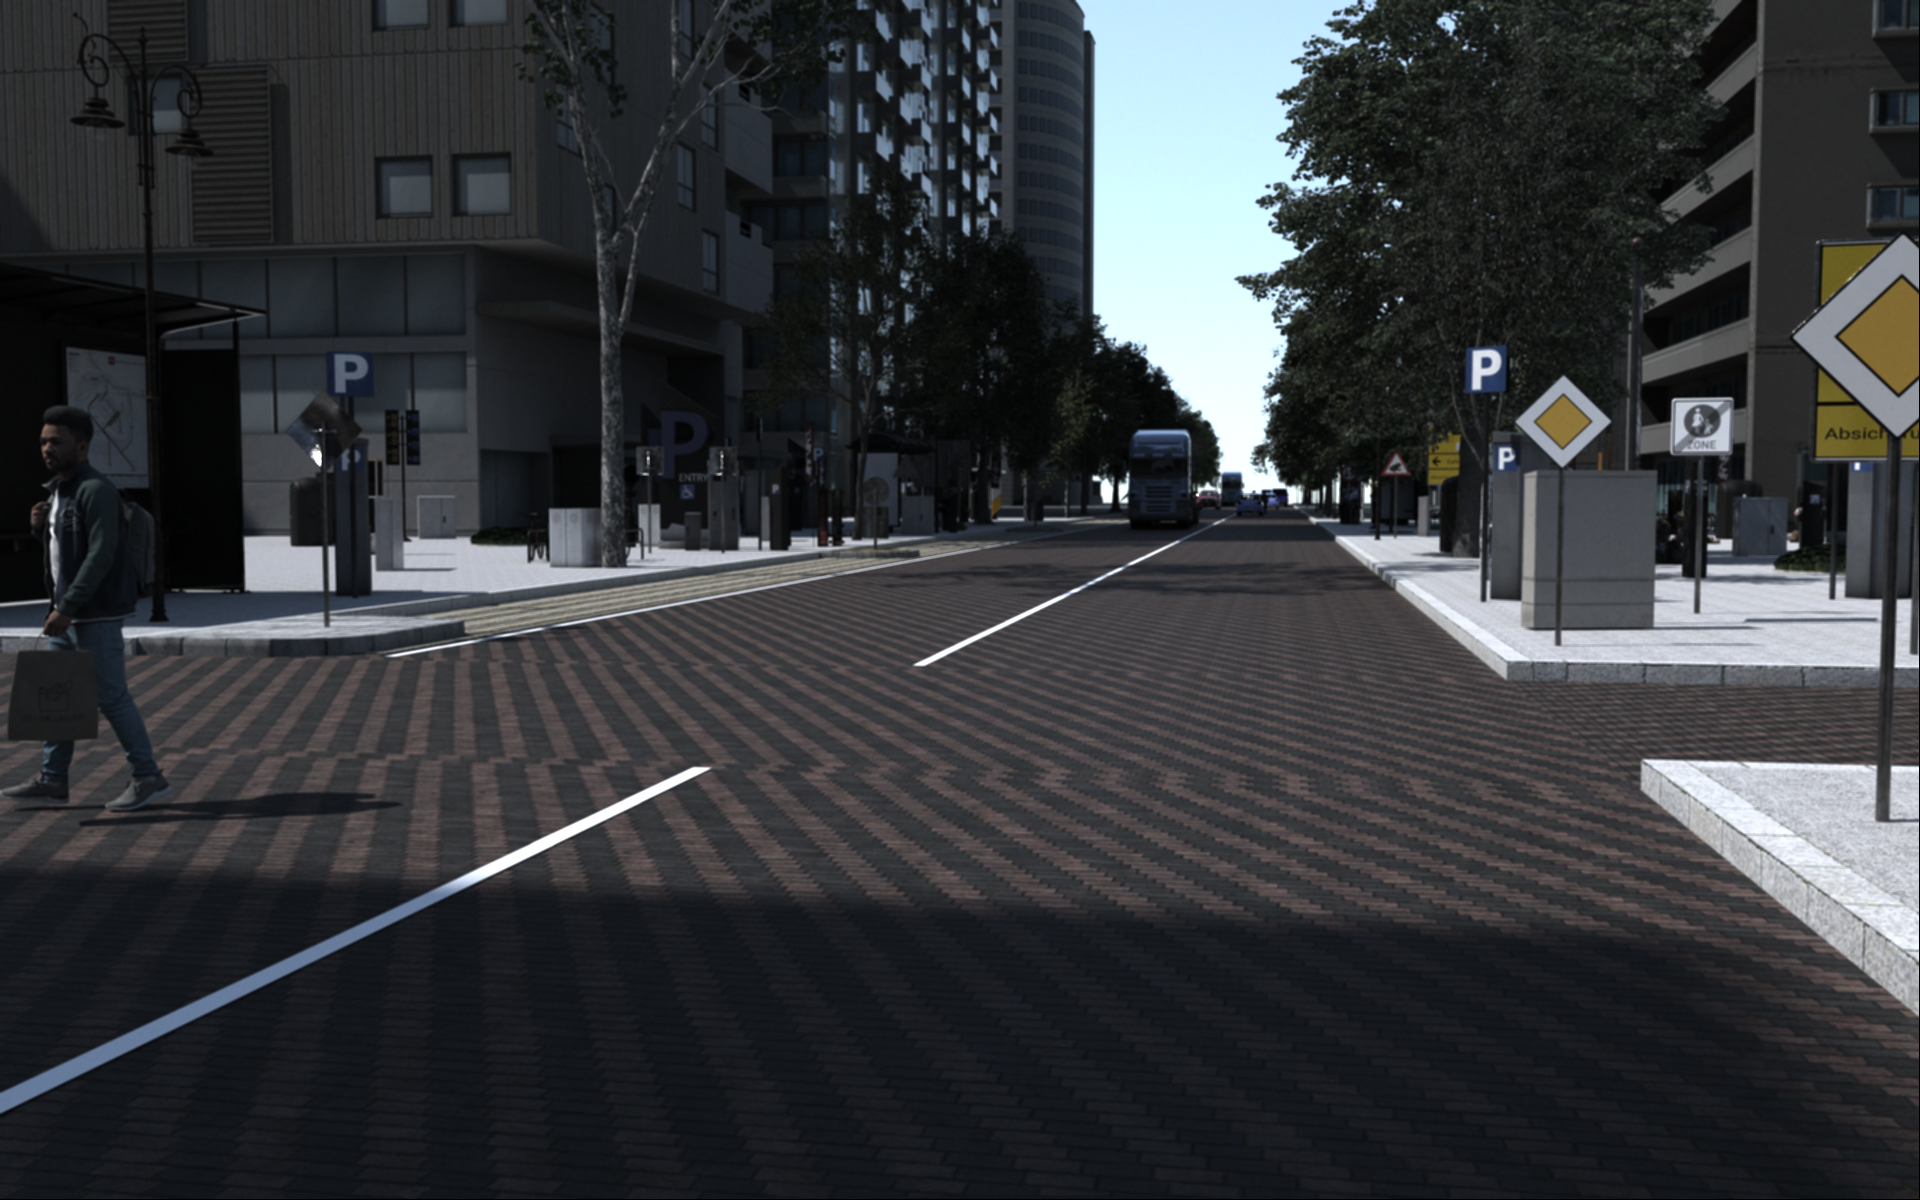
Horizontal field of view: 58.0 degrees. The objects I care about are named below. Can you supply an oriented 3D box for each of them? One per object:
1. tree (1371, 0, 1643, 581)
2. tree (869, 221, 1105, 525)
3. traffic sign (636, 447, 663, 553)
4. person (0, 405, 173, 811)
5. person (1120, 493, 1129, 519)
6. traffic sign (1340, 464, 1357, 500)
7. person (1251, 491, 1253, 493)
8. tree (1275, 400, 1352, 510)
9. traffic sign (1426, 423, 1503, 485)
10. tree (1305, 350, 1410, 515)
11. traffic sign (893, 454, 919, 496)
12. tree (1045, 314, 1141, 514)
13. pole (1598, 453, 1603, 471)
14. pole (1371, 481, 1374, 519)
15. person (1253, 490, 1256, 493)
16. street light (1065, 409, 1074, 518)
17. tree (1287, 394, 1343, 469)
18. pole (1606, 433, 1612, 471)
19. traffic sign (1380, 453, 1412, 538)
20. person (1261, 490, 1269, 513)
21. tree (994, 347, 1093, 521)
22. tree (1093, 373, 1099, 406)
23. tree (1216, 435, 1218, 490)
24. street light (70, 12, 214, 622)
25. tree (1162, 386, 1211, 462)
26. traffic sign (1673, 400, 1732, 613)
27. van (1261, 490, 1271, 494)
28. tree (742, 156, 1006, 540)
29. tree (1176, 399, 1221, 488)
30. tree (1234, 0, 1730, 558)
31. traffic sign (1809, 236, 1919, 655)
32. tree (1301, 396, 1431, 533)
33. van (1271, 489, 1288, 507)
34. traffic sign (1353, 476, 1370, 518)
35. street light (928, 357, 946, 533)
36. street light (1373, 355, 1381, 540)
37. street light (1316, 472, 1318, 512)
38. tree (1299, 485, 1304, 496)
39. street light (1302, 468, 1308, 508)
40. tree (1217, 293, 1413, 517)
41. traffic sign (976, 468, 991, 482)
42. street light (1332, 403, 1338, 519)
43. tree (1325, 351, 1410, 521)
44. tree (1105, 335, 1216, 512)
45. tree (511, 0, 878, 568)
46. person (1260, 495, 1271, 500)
[{"bbox_3d":[7.888,-4.607,25.692,4.360,8.622,3.978,0,3,0],"label":"tree"},{"bbox_3d":[0.974,-9.534,72.884,9.611,12.733,9.660,0,3,0],"label":"tree"},{"bbox_3d":[-6.699,-2.156,37.376,0.606,2.300,0.079,1,4,12],"label":"traffic sign"},{"bbox_3d":[-3.941,0.044,7.761,0.713,1.824,0.794,-2,4,-24],"label":"person"},{"bbox_3d":[9.798,-5.546,99.117,1.348,1.831,0.705,0,4,5],"label":"person"},{"bbox_3d":[16.692,-4.541,74.344,0.768,2.556,0.104,1,4,13],"label":"traffic sign"},{"bbox_3d":[31.704,-10.900,187.451,1.217,1.736,0.721,-1,4,-21],"label":"person"},{"bbox_3d":[30.027,-13.806,143.853,7.486,12.596,7.792,0,3,0],"label":"tree"},{"bbox_3d":[14.608,-3.426,49.890,2.265,3.308,0.079,1,4,13],"label":"traffic sign"},{"bbox_3d":[23.604,-11.031,106.109,9.928,11.665,9.643,0,3,0],"label":"tree"},{"bbox_3d":[-1.747,-3.415,55.838,0.884,2.594,0.081,1,4,13],"label":"traffic sign"},{"bbox_3d":[7.745,-11.661,108.790,7.486,12.596,7.792,0,3,0],"label":"tree"},{"bbox_3d":[31.430,-5.579,85.062,0.158,3.312,0.155,0,3,0],"label":"pole"},{"bbox_3d":[21.004,-5.765,88.101,0.158,3.312,0.155,0,3,0],"label":"pole"},{"bbox_3d":[22.232,-7.433,130.963,0.436,1.711,0.756,-1,4,-12],"label":"person"},{"bbox_3d":[5.808,-7.322,92.510,0.468,5.910,1.993,1,4,10],"label":"street light"},{"bbox_3d":[27.938,-12.062,131.622,7.601,10.594,8.767,3,5,41],"label":"tree"},{"bbox_3d":[21.711,-3.923,57.991,0.158,3.312,0.155,0,3,0],"label":"pole"},{"bbox_3d":[12.625,-3.068,50.166,0.884,2.594,0.081,1,4,20],"label":"traffic sign"},{"bbox_3d":[22.905,-7.400,130.042,0.990,1.755,0.434,-3,5,-42],"label":"person"},{"bbox_3d":[3.371,-8.098,82.767,4.737,8.622,4.395,0,3,0],"label":"tree"},{"bbox_3d":[5.796,-8.939,96.508,4.737,8.622,4.395,0,3,0],"label":"tree"},{"bbox_3d":[16.290,-14.257,150.110,9.611,12.733,9.660,0,3,0],"label":"tree"},{"bbox_3d":[-8.076,-2.722,17.285,0.468,5.910,1.993,1,4,10],"label":"street light"},{"bbox_3d":[21.505,-16.735,183.990,12.009,13.543,11.850,0,3,0],"label":"tree"},{"bbox_3d":[7.921,-1.004,18.547,0.606,2.300,0.079,1,4,17],"label":"traffic sign"},{"bbox_3d":[42.025,-14.182,236.267,2.240,2.365,5.245,1,4,12],"label":"van"},{"bbox_3d":[-2.560,-6.939,47.863,7.601,10.594,8.767,1,4,20],"label":"tree"},{"bbox_3d":[26.125,-17.675,207.108,7.486,12.596,7.792,0,3,0],"label":"tree"},{"bbox_3d":[10.192,-7.827,34.633,9.857,13.997,8.962,0,3,0],"label":"tree"},{"bbox_3d":[7.939,-1.210,13.651,2.265,3.308,0.079,1,4,18],"label":"traffic sign"},{"bbox_3d":[14.298,-4.507,57.409,4.285,4.588,4.351,0,3,0],"label":"tree"},{"bbox_3d":[36.183,-11.754,196.555,2.240,2.365,5.245,1,4,8],"label":"van"},{"bbox_3d":[17.282,-4.588,75.016,0.884,2.594,0.081,1,4,17],"label":"traffic sign"},{"bbox_3d":[-0.763,-5.141,56.842,0.468,5.910,1.993,1,4,10],"label":"street light"},{"bbox_3d":[11.718,-4.626,48.429,0.468,5.910,1.993,1,4,10],"label":"street light"},{"bbox_3d":[25.357,-9.187,122.991,0.468,5.910,1.993,1,4,10],"label":"street light"},{"bbox_3d":[47.689,-17.667,239.214,4.737,8.622,4.395,0,3,0],"label":"tree"},{"bbox_3d":[32.613,-11.612,162.638,0.468,5.910,1.993,1,4,10],"label":"street light"},{"bbox_3d":[20.454,-10.899,95.212,9.611,12.733,9.660,0,3,0],"label":"tree"},{"bbox_3d":[1.091,-4.911,80.407,0.768,2.556,0.104,1,4,16],"label":"traffic sign"},{"bbox_3d":[19.069,-7.045,87.979,0.468,5.910,1.993,1,4,10],"label":"street light"},{"bbox_3d":[19.453,-8.079,82.460,4.737,8.622,4.395,0,3,0],"label":"tree"},{"bbox_3d":[11.345,-12.705,124.739,9.611,12.733,9.660,0,3,0],"label":"tree"},{"bbox_3d":[-5.025,-10.559,28.536,12.611,20.169,13.585,0,3,0],"label":"tree"},{"bbox_3d":[27.687,-9.086,157.771,1.217,1.735,0.721,1,4,16],"label":"person"}]
